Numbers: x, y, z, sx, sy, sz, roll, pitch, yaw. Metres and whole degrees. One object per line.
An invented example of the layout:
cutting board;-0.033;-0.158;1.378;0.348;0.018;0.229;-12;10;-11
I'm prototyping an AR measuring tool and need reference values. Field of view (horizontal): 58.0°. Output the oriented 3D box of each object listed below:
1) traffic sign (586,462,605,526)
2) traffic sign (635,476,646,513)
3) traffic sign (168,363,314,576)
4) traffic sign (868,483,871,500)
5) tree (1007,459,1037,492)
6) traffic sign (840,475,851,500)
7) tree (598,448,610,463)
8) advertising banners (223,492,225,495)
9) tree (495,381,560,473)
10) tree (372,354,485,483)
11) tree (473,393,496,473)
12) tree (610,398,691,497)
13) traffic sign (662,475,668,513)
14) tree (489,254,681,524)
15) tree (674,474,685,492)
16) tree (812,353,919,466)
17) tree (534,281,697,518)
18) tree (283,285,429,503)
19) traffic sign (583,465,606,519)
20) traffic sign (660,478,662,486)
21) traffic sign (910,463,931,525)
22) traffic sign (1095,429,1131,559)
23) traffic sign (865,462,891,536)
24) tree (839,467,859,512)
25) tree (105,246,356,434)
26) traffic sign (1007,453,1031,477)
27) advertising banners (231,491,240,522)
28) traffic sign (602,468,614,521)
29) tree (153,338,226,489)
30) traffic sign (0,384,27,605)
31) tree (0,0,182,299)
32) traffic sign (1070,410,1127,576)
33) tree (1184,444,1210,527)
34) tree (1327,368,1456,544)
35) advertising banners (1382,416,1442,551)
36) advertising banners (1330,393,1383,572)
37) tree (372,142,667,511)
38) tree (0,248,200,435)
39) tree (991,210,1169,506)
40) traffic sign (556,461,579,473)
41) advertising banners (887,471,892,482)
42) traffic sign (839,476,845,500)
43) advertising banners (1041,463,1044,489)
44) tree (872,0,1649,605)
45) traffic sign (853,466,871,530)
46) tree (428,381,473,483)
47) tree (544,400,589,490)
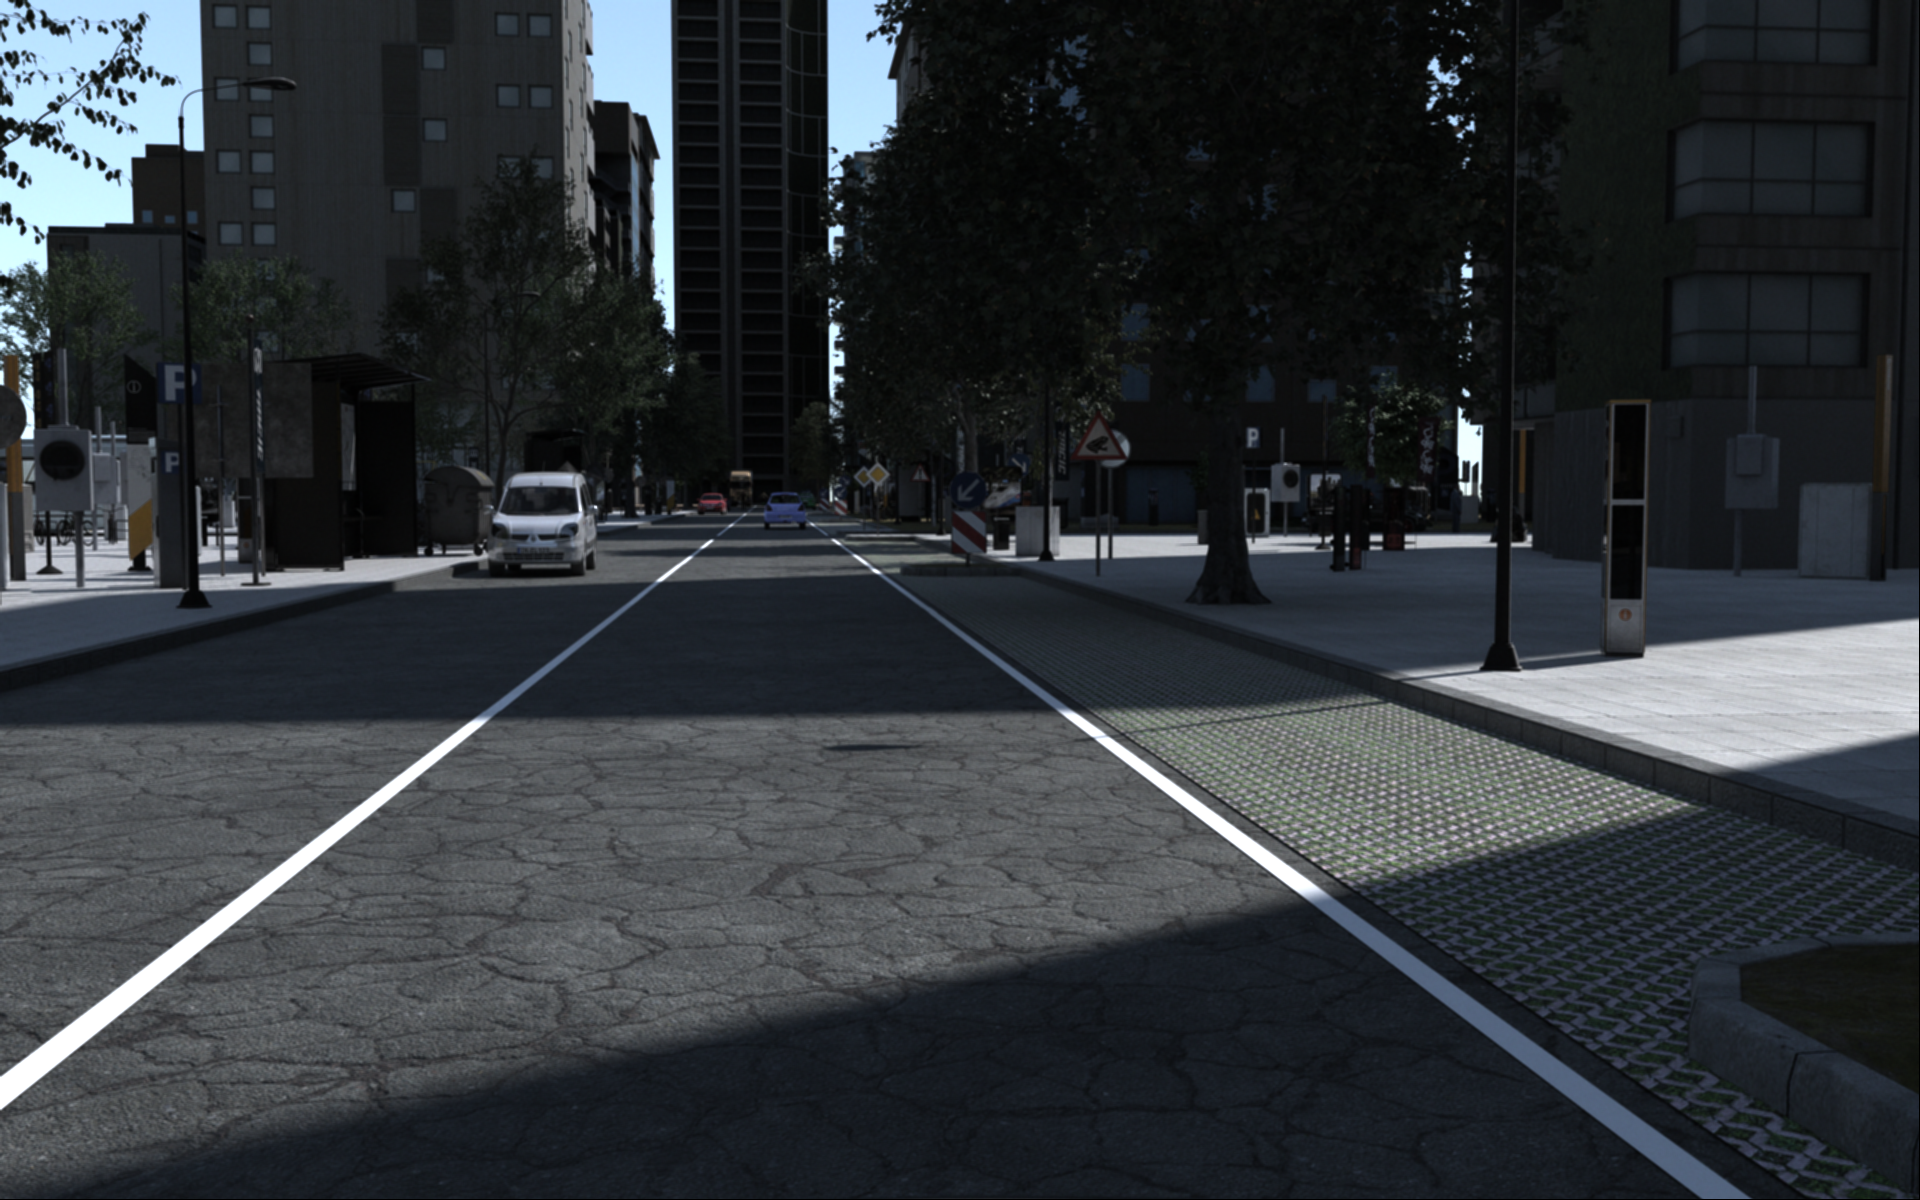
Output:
traffic sign;-14.530;-4.214;69.006;0.768;2.556;0.104;0;3;0
traffic sign;-22.110;-7.330;119.949;0.768;2.556;0.104;0;4;-5
traffic sign;-11.189;-2.022;26.938;2.265;3.308;0.079;0;4;2
traffic sign;-5.733;-6.823;111.654;0.768;2.556;0.104;0;4;1
tree;2.553;-5.204;79.686;1.663;3.219;1.824;0;3;0
traffic sign;-7.740;-7.177;117.442;0.768;2.556;0.104;0;4;-1
tree;-27.305;-10.894;128.475;4.360;8.622;3.978;0;3;0
advertising banners;-49.840;-7.308;115.673;0.090;3.025;2.074;1;4;18
tree;-27.973;-9.992;113.737;4.360;8.622;3.978;0;3;0
tree;-27.050;-8.524;89.737;4.737;8.622;4.395;0;3;0
tree;-32.693;-10.286;118.537;4.360;8.622;3.978;0;3;0
tree;-19.018;-9.752;109.805;4.360;8.622;3.978;0;3;0
traffic sign;-19.544;-7.072;115.725;0.768;2.556;0.104;0;4;-5
tree;-16.208;-9.138;75.169;9.928;11.665;9.643;0;3;0
tree;-21.719;-8.267;129.765;1.663;3.219;1.824;0;3;0
tree;-5.460;-10.497;106.038;7.601;10.594;8.767;1;4;8
tree;-17.725;-10.715;92.202;9.611;12.733;9.660;0;3;0
tree;-22.281;-6.835;62.122;4.360;8.622;3.978;0;3;0
traffic sign;-12.739;-3.468;60.349;0.795;2.450;0.064;0;4;-6
traffic sign;-21.851;-7.831;128.148;0.768;2.556;0.104;0;4;-3
traffic sign;-1.667;-4.450;72.754;0.884;2.594;0.081;0;4;2
traffic sign;2.969;-2.081;34.125;0.768;2.556;0.104;0;4;1
traffic sign;-2.532;-3.044;53.404;0.795;2.450;0.064;0;4;-6
tree;-7.675;-7.858;123.076;1.663;3.219;1.824;0;3;0
tree;-29.263;-8.937;71.868;9.928;11.665;9.643;0;3;0
traffic sign;1.824;-3.272;53.611;0.768;2.556;0.104;0;4;0
advertising banners;-32.430;-4.995;77.849;0.090;3.025;2.074;-3;5;-39
traffic sign;-17.025;-5.086;83.263;0.768;2.556;0.104;0;4;-5
tree;-36.271;-8.093;82.684;4.737;8.622;4.395;0;3;0
traffic sign;-11.107;-1.211;19.905;0.768;2.556;0.104;0;4;-2
tree;-8.376;-3.826;12.924;4.360;8.622;3.978;0;3;0
traffic sign;2.155;-1.650;26.976;0.884;2.594;0.081;0;4;3
tree;9.512;-4.435;67.109;1.663;3.219;1.824;0;3;0
tree;11.220;-3.752;45.058;4.285;4.588;4.351;0;3;0
advertising banners;9.814;-2.633;39.237;2.074;3.025;0.090;1;4;13
advertising banners;6.692;-2.024;29.286;0.090;3.025;2.074;2;4;33
tree;-12.112;-6.824;45.982;7.601;10.594;8.767;1;4;22
tree;-37.610;-8.997;72.863;9.928;11.665;9.643;0;3;0
tree;2.090;-5.282;36.730;4.737;8.622;4.395;0;3;0
traffic sign;-11.874;-2.983;52.410;0.795;2.450;0.064;0;4;-6
advertising banners;-4.627;-8.235;130.821;2.074;3.025;0.090;0;4;-6
traffic sign;-7.938;-7.269;118.955;0.768;2.556;0.104;0;4;0
advertising banners;5.287;-6.297;99.137;2.074;3.025;0.090;-3;5;-44
tree;3.045;-6.303;20.067;9.611;12.733;9.660;0;3;0
traffic sign;-3.397;-3.529;61.342;0.795;2.450;0.064;0;4;-6
tree;-29.751;-8.839;94.884;4.360;8.622;3.978;0;3;0
tree;-26.571;-10.340;119.427;4.737;8.622;4.395;0;3;0
